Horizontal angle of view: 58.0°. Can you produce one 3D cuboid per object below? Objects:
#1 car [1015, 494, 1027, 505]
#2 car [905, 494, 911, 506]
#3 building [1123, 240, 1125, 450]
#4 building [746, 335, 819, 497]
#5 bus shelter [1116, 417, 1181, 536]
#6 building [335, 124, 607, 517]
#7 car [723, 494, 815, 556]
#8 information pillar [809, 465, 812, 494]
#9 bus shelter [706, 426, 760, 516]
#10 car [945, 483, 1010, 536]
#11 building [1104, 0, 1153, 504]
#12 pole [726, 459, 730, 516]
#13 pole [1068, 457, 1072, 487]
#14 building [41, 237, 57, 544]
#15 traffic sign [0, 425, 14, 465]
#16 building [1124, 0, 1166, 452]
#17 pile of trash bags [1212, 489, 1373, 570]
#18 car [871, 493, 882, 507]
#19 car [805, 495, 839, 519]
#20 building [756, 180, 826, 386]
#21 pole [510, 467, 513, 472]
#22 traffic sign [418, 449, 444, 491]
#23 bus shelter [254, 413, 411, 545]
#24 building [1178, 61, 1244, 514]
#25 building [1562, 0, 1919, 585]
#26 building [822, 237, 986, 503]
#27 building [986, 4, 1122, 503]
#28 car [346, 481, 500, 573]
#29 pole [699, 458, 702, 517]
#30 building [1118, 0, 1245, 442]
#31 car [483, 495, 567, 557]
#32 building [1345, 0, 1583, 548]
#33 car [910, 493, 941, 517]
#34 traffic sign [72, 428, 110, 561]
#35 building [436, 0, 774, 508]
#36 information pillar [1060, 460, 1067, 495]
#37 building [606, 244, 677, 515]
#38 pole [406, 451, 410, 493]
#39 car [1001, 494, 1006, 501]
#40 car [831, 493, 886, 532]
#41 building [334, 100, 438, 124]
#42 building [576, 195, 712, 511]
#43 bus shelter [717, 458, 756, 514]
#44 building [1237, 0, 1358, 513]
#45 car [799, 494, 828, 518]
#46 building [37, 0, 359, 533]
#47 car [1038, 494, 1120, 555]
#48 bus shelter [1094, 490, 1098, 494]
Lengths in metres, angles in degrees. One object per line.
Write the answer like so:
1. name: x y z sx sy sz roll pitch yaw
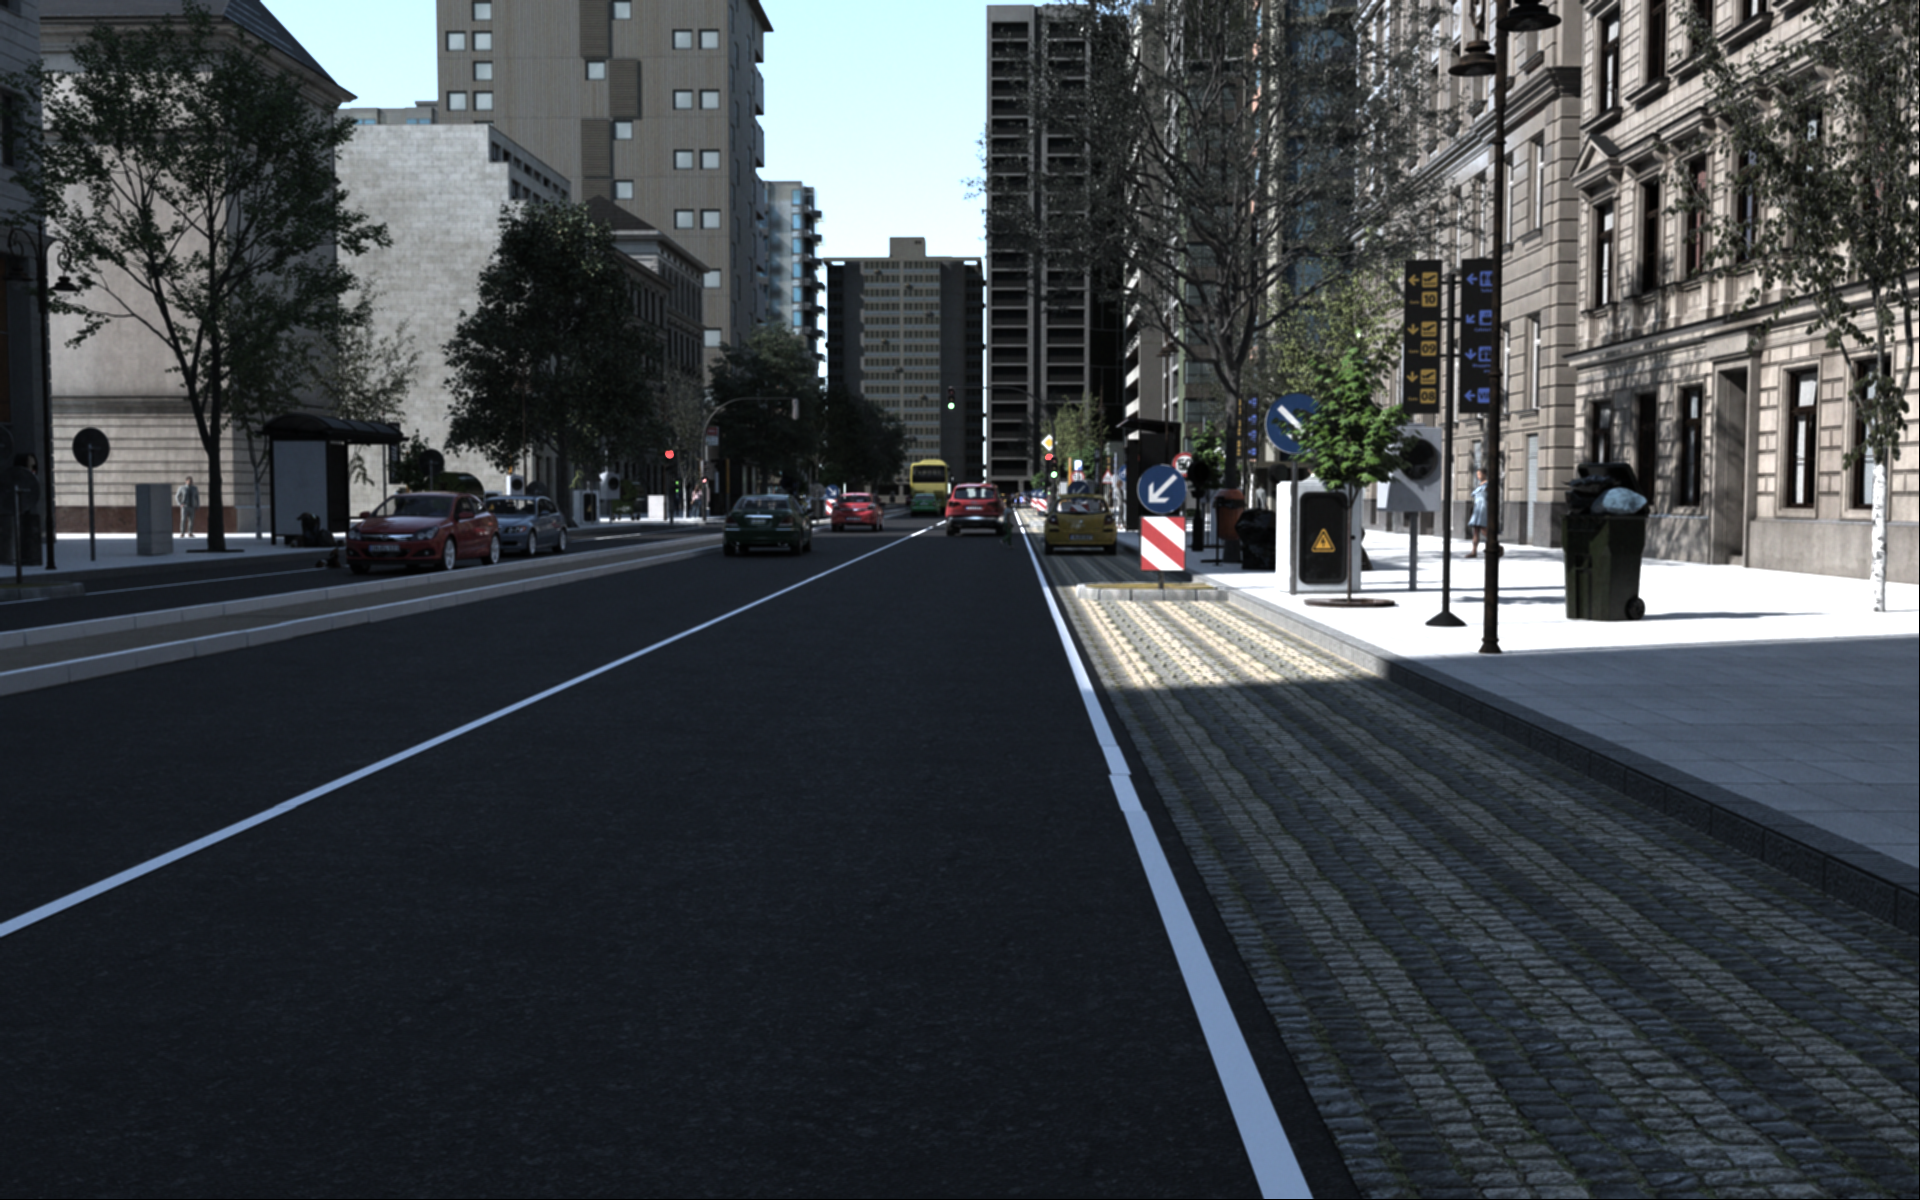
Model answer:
1. car: 7.975 -13.117 224.049 1.945 1.707 3.694 0 4 0
2. car: -5.801 -12.716 216.944 2.155 1.783 4.494 0 4 2
3. building: 24.343 -25.275 184.945 14.160 30.474 14.107 0 4 2
4. building: -33.112 -22.467 212.381 28.899 21.520 27.650 0 4 2
5. bus shelter: 6.070 -3.961 56.042 1.731 3.624 6.357 0 4 2
6. building: -27.220 -14.891 98.216 10.420 20.320 16.860 0 4 2
7. car: -4.610 -1.835 41.802 2.131 1.459 4.920 0 4 0
8. information pillar: -12.106 -9.138 140.762 0.183 3.616 0.504 -2 4 -24
9. bus shelter: -13.882 -7.806 105.263 2.179 5.291 8.768 0 4 2
10. car: 0.613 -3.207 61.103 2.281 1.827 5.304 0 4 3
11. building: 29.418 -54.647 206.142 22.319 86.520 31.000 0 4 2
12. pole: -13.441 -6.510 100.274 0.158 3.312 0.155 0 3 0
13. pole: 6.119 -6.261 96.210 0.158 3.312 0.155 0 3 0
14. building: -29.434 -15.436 29.870 11.434 29.767 29.804 0 4 2
15. traffic sign: -17.481 -1.909 31.324 0.768 2.556 0.104 0 4 4
16. building: 27.207 -33.198 166.487 21.300 48.544 21.600 0 4 2
17. pile of trash bags: 5.519 -1.236 29.964 1.912 1.369 3.447 -2 4 -30
18. car: -6.921 -7.405 130.106 2.155 1.783 4.494 0 4 2
19. car: -7.776 -5.354 99.897 2.083 1.381 4.827 0 4 3
20. building: -35.408 -39.225 260.938 30.456 49.044 23.786 0 4 2
21. pole: -21.693 -5.495 83.680 0.158 3.312 0.155 0 3 0
22. traffic sign: -14.912 -2.981 48.853 0.768 2.556 0.104 0 4 7
23. bus shelter: -16.549 -3.190 46.074 2.014 3.302 5.546 0 4 2
24. building: 21.899 -21.255 119.216 14.160 30.474 14.107 0 4 2
25. building: 18.384 -10.121 30.111 10.561 19.102 19.286 0 4 2
26. building: -8.087 -35.012 264.327 23.993 40.220 32.217 0 4 2
27. building: 14.254 -50.056 256.664 20.611 71.187 20.563 0 4 2
28. car: -10.065 -1.443 32.635 2.155 1.783 4.494 0 4 2
29. pole: -14.518 -6.303 96.896 0.158 3.312 0.155 0 3 0
30. building: 34.964 -50.056 256.668 20.611 71.187 20.563 0 4 2
31. car: -10.584 -1.777 41.055 2.014 1.417 4.499 0 4 1
32. building: 19.906 -15.579 51.980 12.463 27.353 25.104 0 4 2
33. car: -2.195 -6.243 110.863 1.959 1.807 4.718 0 4 2
34. traffic sign: -16.662 -2.025 33.209 0.768 2.556 0.104 0 4 8
35. building: -34.173 -35.642 171.990 28.713 52.752 27.495 0 4 2
36. information pillar: 7.037 -7.725 117.652 0.504 3.616 0.183 0 4 -7
37. building: -25.988 -15.391 116.265 10.561 19.102 19.286 0 4 2
38. pole: -26.166 -5.399 82.114 0.158 3.312 0.155 0 3 0
39. car: 3.416 -8.456 148.480 2.015 1.641 3.980 0 4 0
40. car: -3.955 -3.554 67.144 2.155 1.783 4.494 0 4 1
41. building: -62.903 -36.347 213.874 30.456 49.044 23.786 0 4 2
42. building: -26.620 -18.794 136.167 11.050 23.489 19.941 0 4 2
43. bus shelter: -14.772 -7.577 115.165 1.731 3.624 6.357 0 4 2
44. building: 29.393 -27.256 100.254 28.867 44.769 22.147 0 4 2
45. car: -8.765 -5.837 105.655 2.015 1.641 3.980 0 4 3
46. building: -32.526 -12.004 60.885 19.286 19.102 10.561 0 4 2
47. car: 2.887 -1.936 41.880 2.015 1.641 3.980 0 4 3
48. bus shelter: 9.540 -8.587 131.688 1.731 3.624 6.357 0 4 2
